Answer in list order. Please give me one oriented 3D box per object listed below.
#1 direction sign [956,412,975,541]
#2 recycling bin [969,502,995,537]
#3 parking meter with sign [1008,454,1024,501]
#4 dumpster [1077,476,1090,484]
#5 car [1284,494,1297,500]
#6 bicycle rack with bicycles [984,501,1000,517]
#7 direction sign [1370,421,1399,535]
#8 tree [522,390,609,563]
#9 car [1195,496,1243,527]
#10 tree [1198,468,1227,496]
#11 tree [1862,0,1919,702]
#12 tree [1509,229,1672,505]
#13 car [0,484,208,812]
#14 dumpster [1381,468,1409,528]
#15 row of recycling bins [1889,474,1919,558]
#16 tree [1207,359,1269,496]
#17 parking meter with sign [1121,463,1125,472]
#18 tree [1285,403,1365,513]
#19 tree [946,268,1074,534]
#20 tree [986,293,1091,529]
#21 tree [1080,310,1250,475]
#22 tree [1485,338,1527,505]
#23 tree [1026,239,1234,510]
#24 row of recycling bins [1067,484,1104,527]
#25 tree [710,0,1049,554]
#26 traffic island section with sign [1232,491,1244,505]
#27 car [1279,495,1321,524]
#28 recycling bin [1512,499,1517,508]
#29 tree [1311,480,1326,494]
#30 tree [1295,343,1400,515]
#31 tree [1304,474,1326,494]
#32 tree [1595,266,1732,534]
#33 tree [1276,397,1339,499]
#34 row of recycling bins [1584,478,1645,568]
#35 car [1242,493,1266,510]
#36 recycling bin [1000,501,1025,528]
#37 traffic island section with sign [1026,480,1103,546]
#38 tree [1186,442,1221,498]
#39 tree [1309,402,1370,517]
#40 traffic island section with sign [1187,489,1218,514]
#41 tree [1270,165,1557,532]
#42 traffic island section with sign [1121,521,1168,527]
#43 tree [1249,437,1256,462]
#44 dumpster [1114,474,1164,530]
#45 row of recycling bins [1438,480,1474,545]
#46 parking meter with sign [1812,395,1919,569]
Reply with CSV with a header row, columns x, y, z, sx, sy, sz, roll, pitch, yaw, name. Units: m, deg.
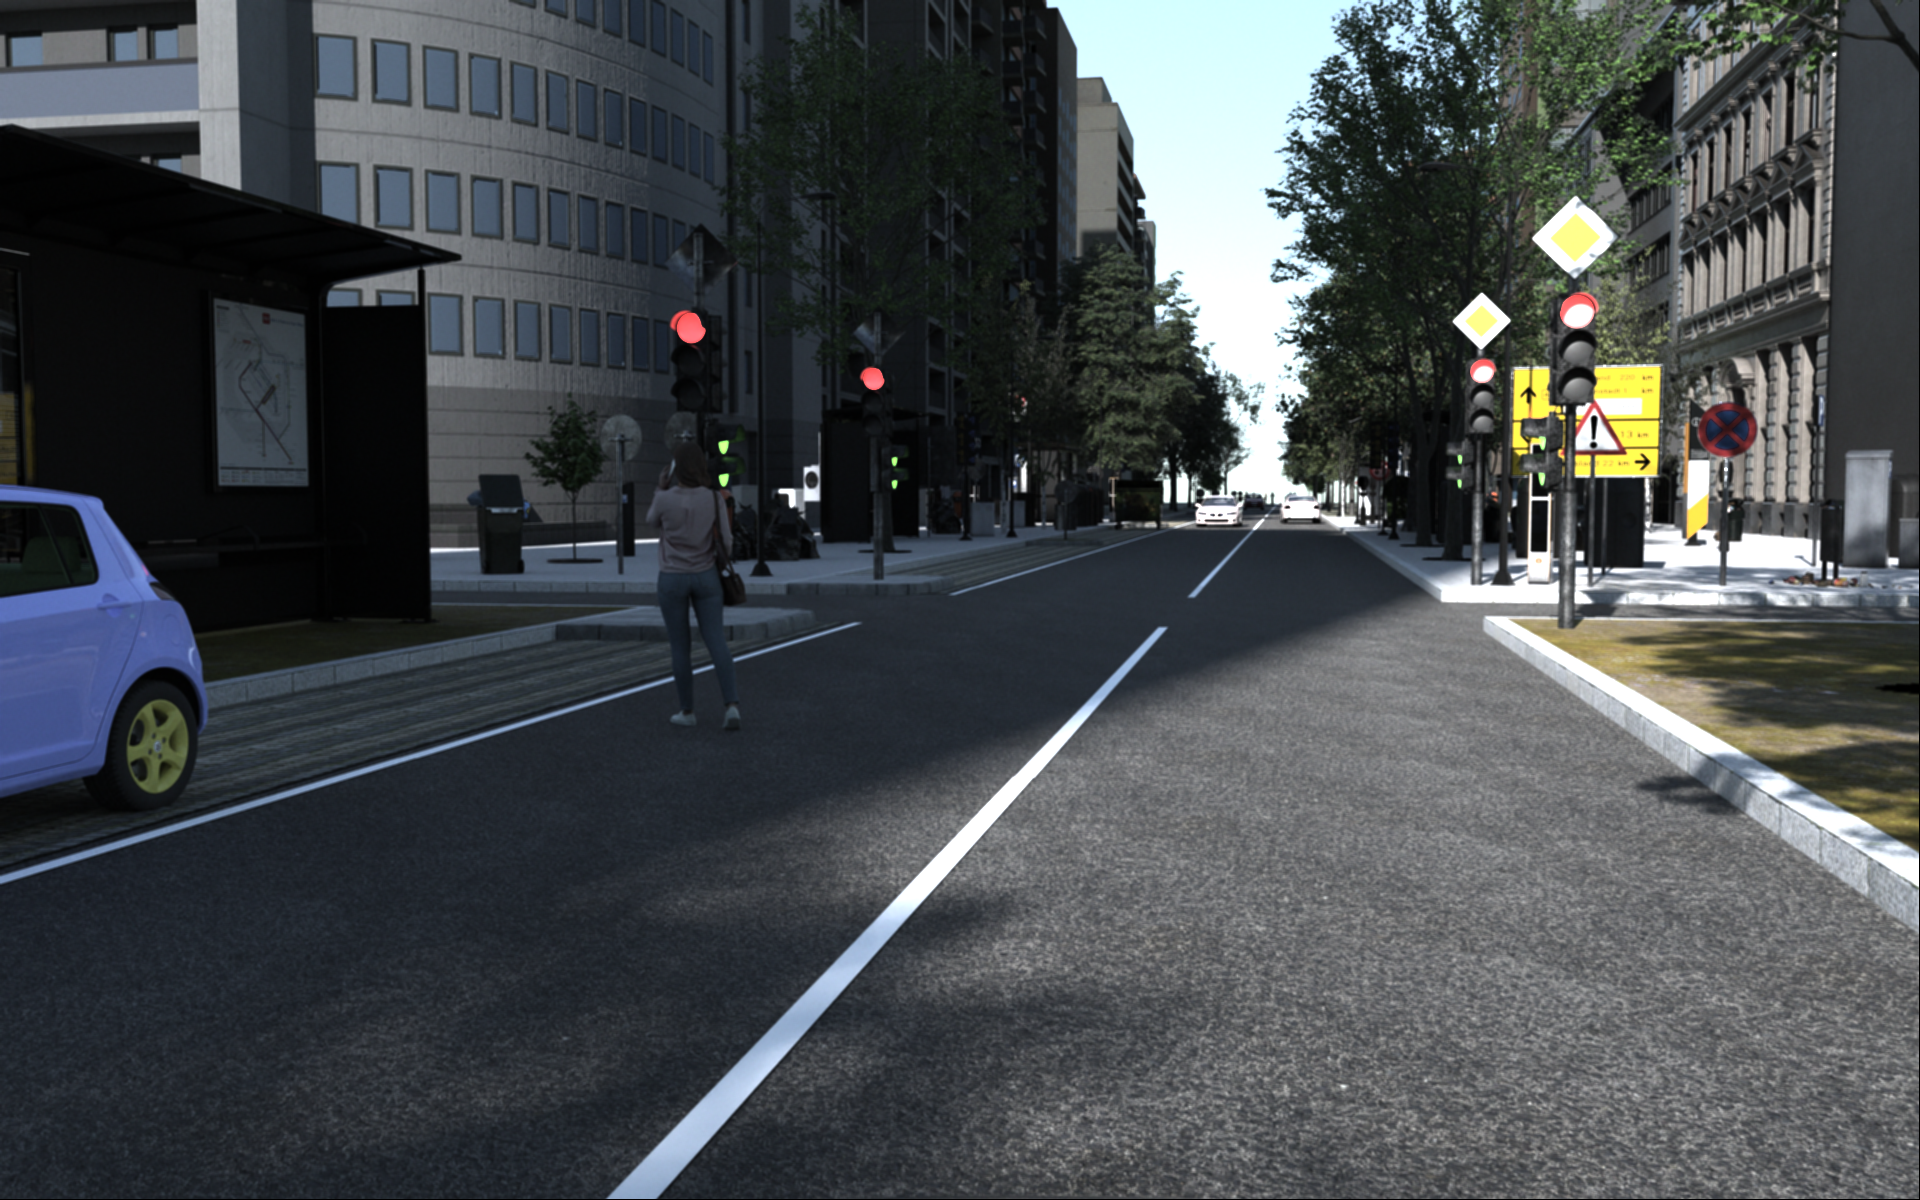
x,y,z,sx,sy,sz,roll,pitch,yaw,name
0.162,-3.419,47.898,0.379,3.537,0.876,2,4,35,direction sign
0.667,-2.450,52.616,0.722,1.027,0.722,0,4,-4,recycling bin
2.335,-4.800,74.745,0.543,3.016,1.738,1,4,15,parking meter with sign
6.564,-5.635,94.619,1.502,2.255,1.985,1,4,11,dumpster
43.719,-13.405,228.216,2.155,1.783,4.494,1,4,11,car
2.117,-4.796,91.789,2.852,0.926,2.925,-1,4,-20,bicycle rack with bicycles
13.207,-3.789,53.943,0.876,3.537,0.379,1,4,8,direction sign
-7.376,-2.315,32.448,1.663,3.219,1.824,0,3,0,tree
11.442,-3.909,76.280,2.083,1.381,4.827,1,4,12,car
28.164,-12.846,193.740,4.285,4.588,4.351,0,3,0,tree
6.570,-5.183,10.492,9.928,11.665,9.643,0,3,0,tree
17.730,-6.014,48.687,4.737,8.622,4.395,0,3,0,tree
-4.678,0.176,6.710,1.945,1.707,3.694,1,4,11,car
16.692,-3.859,65.595,1.502,2.255,1.985,1,4,10,dumpster
19.628,-1.777,36.170,1.069,1.692,3.534,1,4,23,row of recycling bins
37.191,-23.618,242.039,12.611,20.169,13.585,0,3,0,tree
9.075,-6.126,96.424,0.543,3.016,1.738,1,4,18,parking meter with sign
29.838,-12.528,139.243,8.767,10.594,7.601,2,4,33,tree
1.464,-6.434,55.561,4.737,8.622,4.395,0,3,0,tree
3.021,-6.882,62.885,4.360,8.622,3.978,0,3,0,tree
12.337,-12.468,114.218,12.009,13.543,11.850,0,3,0,tree
20.649,-7.161,67.450,4.360,8.622,3.978,0,3,0,tree
7.835,-10.964,85.911,9.857,13.997,8.962,0,3,0,tree
4.842,-3.803,69.285,1.069,1.692,3.534,1,4,13,row of recycling bins
-1.796,-6.844,37.651,9.928,11.665,9.643,0,3,0,tree
37.611,-13.660,231.961,1.989,1.847,2.006,1,4,11,traffic island section with sign
16.674,-4.434,84.858,2.083,1.381,4.827,1,4,9,car
26.353,-4.191,81.084,0.722,1.027,0.722,-1,4,-15,recycling bin
50.993,-15.535,248.600,1.663,3.219,1.824,0,3,0,tree
24.682,-11.541,106.819,7.486,12.596,7.792,0,3,0,tree
49.486,-15.755,241.300,4.285,4.588,4.351,0,3,0,tree
22.263,-6.437,55.603,4.360,8.622,3.978,0,3,0,tree
44.317,-18.955,216.575,9.857,13.997,8.962,0,3,0,tree
11.900,-1.494,31.538,1.069,1.692,3.534,1,4,20,row of recycling bins
26.537,-9.014,156.412,2.155,1.783,4.494,1,4,9,car
2.006,-3.267,65.968,0.722,1.027,0.722,-2,4,-28,recycling bin
2.952,-2.420,48.197,1.989,1.847,2.006,1,4,11,traffic island section with sign
23.960,-13.685,174.115,4.360,8.622,3.978,0,3,0,tree
21.344,-8.858,95.189,4.360,8.622,3.978,0,3,0,tree
17.312,-7.078,124.351,1.989,1.847,2.006,1,4,11,traffic island section with sign
15.489,-8.668,58.725,9.611,12.733,9.660,0,3,0,tree
8.005,-4.061,75.017,1.989,1.847,2.006,1,4,11,traffic island section with sign
33.327,-19.237,224.893,12.009,13.543,11.850,0,3,0,tree
7.204,-3.960,69.694,1.985,2.255,1.502,1,4,11,dumpster
12.990,-2.333,45.262,1.069,1.692,3.534,1,4,13,row of recycling bins
15.790,-2.069,30.087,1.738,3.016,0.543,2,4,35,parking meter with sign
